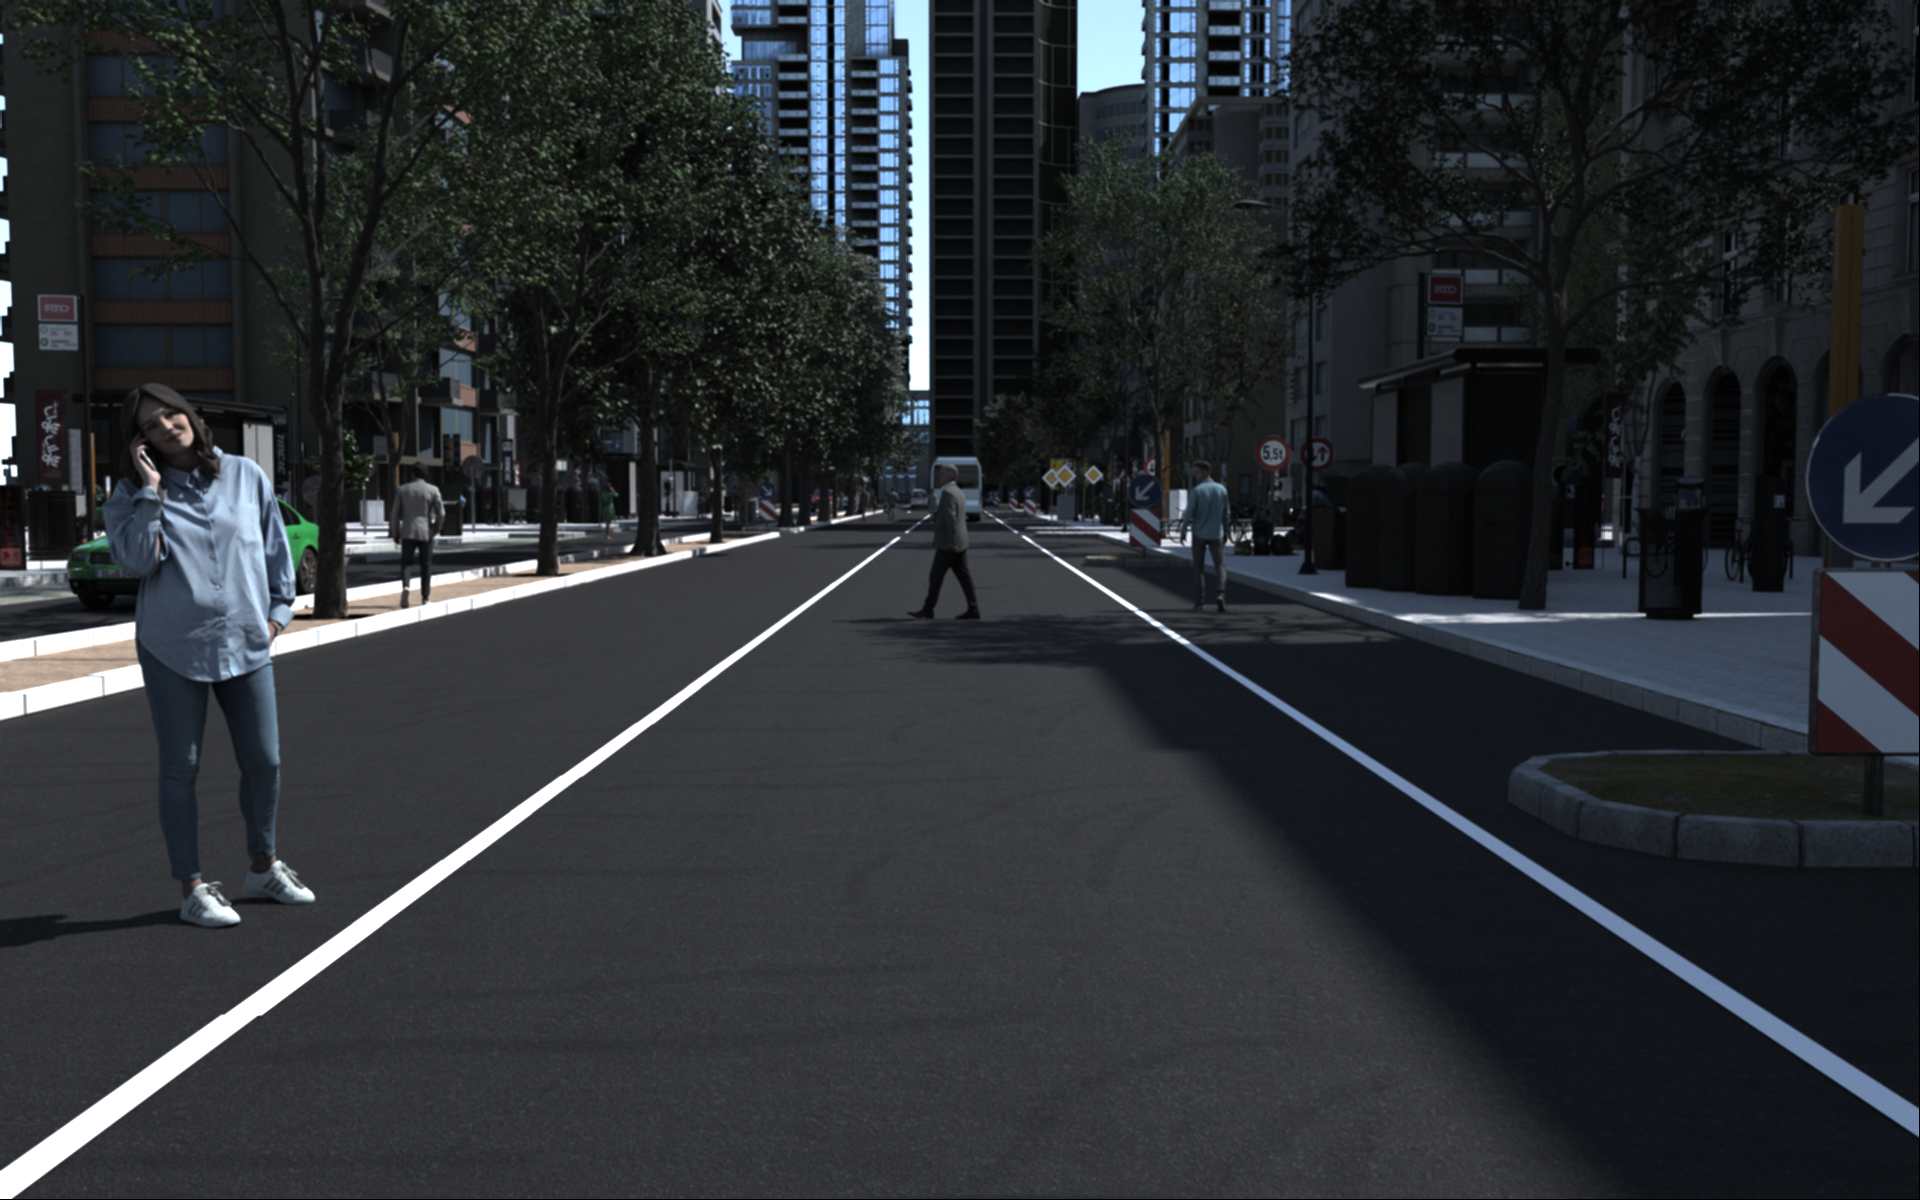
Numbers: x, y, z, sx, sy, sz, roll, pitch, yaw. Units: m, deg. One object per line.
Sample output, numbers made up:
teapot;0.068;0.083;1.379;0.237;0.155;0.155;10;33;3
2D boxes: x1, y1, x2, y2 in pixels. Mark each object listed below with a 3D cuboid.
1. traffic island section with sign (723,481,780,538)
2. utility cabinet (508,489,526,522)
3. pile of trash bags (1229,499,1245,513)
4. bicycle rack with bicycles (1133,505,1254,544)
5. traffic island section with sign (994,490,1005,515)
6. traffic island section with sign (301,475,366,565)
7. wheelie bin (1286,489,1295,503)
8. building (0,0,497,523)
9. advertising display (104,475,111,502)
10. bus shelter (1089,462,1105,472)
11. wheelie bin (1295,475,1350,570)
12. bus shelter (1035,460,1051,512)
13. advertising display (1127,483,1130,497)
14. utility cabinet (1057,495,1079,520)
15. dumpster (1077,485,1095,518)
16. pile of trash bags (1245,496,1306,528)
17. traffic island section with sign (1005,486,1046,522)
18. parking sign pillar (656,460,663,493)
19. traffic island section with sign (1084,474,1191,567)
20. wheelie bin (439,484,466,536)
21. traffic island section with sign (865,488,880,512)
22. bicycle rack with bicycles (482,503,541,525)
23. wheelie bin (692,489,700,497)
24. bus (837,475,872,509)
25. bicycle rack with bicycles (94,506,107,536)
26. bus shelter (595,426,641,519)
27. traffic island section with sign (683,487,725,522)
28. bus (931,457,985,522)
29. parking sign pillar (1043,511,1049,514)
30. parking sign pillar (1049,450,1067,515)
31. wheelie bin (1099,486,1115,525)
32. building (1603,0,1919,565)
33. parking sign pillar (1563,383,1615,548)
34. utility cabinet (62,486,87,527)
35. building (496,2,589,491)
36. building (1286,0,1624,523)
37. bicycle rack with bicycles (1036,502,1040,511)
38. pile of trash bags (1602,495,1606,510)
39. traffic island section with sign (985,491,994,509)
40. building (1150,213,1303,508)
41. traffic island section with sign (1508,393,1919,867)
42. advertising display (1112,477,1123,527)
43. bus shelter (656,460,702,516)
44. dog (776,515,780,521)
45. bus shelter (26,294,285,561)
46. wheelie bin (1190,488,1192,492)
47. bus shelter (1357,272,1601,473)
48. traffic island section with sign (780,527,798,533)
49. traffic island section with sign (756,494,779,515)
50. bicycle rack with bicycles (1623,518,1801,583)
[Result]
traffic island section with sign;-7.193;-3.037;57.786;2.006;1.907;1.989;0;3;0
utility cabinet;-20.447;-4.318;79.276;1.173;1.500;0.318;-1;4;-11
pile of trash bags;12.275;-4.307;80.170;1.912;1.369;3.447;-3;4;-36
bicycle rack with bicycles;6.618;-1.947;45.209;2.925;0.926;2.852;-3;4;-37
traffic island section with sign;3.457;-6.634;117.095;1.989;1.847;2.006;0;3;0
traffic island section with sign;-13.294;-1.636;35.382;1.989;1.847;2.006;0;3;0
wheelie bin;18.877;-5.534;98.391;0.693;1.594;0.980;1;4;11
building;-35.874;-26.581;89.228;22.147;44.769;28.867;0;3;0
advertising display;-28.189;-3.239;58.169;0.974;1.923;0.123;-3;4;-38
bus shelter;8.405;-7.163;111.041;2.014;3.302;5.546;0;3;0
wheelie bin;6.338;-1.316;29.428;0.980;1.594;0.693;-2;4;-35
bus shelter;6.268;-7.926;120.879;1.731;3.624;6.357;0;3;0
advertising display;8.680;-5.298;91.841;0.974;1.923;0.123;3;4;38
utility cabinet;5.340;-4.567;85.835;1.020;1.237;0.306;-1;4;-15
dumpster;6.727;-5.371;93.577;1.264;1.857;1.865;0;3;0
pile of trash bags;12.988;-3.466;66.415;3.447;1.369;1.912;0;4;-7
traffic island section with sign;3.486;-4.985;90.140;1.989;1.847;2.006;0;3;0
parking sign pillar;-22.896;-8.738;131.332;1.447;3.967;1.447;1;4;19
traffic island section with sign;3.531;-1.605;34.865;1.989;1.847;2.006;0;3;0
wheelie bin;-15.554;-2.751;52.885;0.980;1.594;0.693;0;4;-4
traffic island section with sign;-7.261;-8.085;140.332;2.006;1.907;1.989;0;3;0
bicycle rack with bicycles;-18.367;-3.614;72.470;2.925;0.926;2.852;-1;4;-10
wheelie bin;-16.669;-6.244;109.993;0.980;1.594;0.693;-1;4;-11
bus;-10.028;-10.363;164.293;2.948;3.499;13.247;0;4;0
bicycle rack with bicycles;-24.834;-2.402;52.648;2.852;0.926;2.925;-2;4;-35
bus shelter;-17.679;-6.836;89.394;2.179;5.291;8.768;0;3;0
traffic island section with sign;-13.353;-5.016;90.639;1.989;1.847;2.006;0;3;0
bus;-0.107;-6.039;93.605;2.948;3.499;13.247;0;4;1
parking sign pillar;6.231;-7.720;114.691;1.447;3.967;1.447;0;4;-6
parking sign pillar;6.588;-7.235;106.768;1.447;3.967;1.447;2;4;29
wheelie bin;6.187;-3.901;71.684;0.980;1.594;0.693;-1;4;-17
building;23.156;-11.739;33.731;13.314;21.916;24.055;0;3;0
parking sign pillar;15.040;-3.256;41.708;1.447;3.967;1.447;3;5;41
utility cabinet;-23.191;-2.245;45.390;0.318;1.500;1.173;-3;5;-40
building;-33.652;-26.616;118.759;14.154;41.232;14.086;0;3;0
building;23.701;-24.348;81.678;14.086;41.232;14.154;0;3;0
bicycle rack with bicycles;7.073;-7.382;134.073;2.925;0.926;2.852;2;4;25
pile of trash bags;16.305;-2.341;48.031;3.447;1.369;1.912;-1;4;-15
traffic island section with sign;3.421;-9.742;167.915;1.989;1.847;2.006;0;3;0
building;28.747;-16.890;121.198;27.650;21.520;28.899;0;3;0
traffic island section with sign;3.548;0.063;7.594;1.989;1.847;2.006;0;3;0
advertising display;6.153;-3.813;67.558;0.123;1.923;0.974;-1;4;-13
bus shelter;-16.949;-6.747;104.242;2.014;3.302;5.546;0;3;0
dog;-8.975;-4.141;86.996;0.540;0.507;0.406;-3;4;-36
bus shelter;-17.385;-3.660;37.476;2.179;5.291;8.768;0;3;0
wheelie bin;11.747;-4.746;85.497;0.980;1.594;0.693;1;4;20
bus shelter;8.129;-3.151;29.149;2.179;5.291;8.768;0;3;0
traffic island section with sign;-7.189;-3.490;65.193;2.006;1.907;1.989;0;3;0
traffic island section with sign;-13.360;-6.665;117.595;1.989;1.847;2.006;0;3;0
bicycle rack with bicycles;11.559;-0.789;26.284;2.925;0.926;2.852;-3;5;-42
